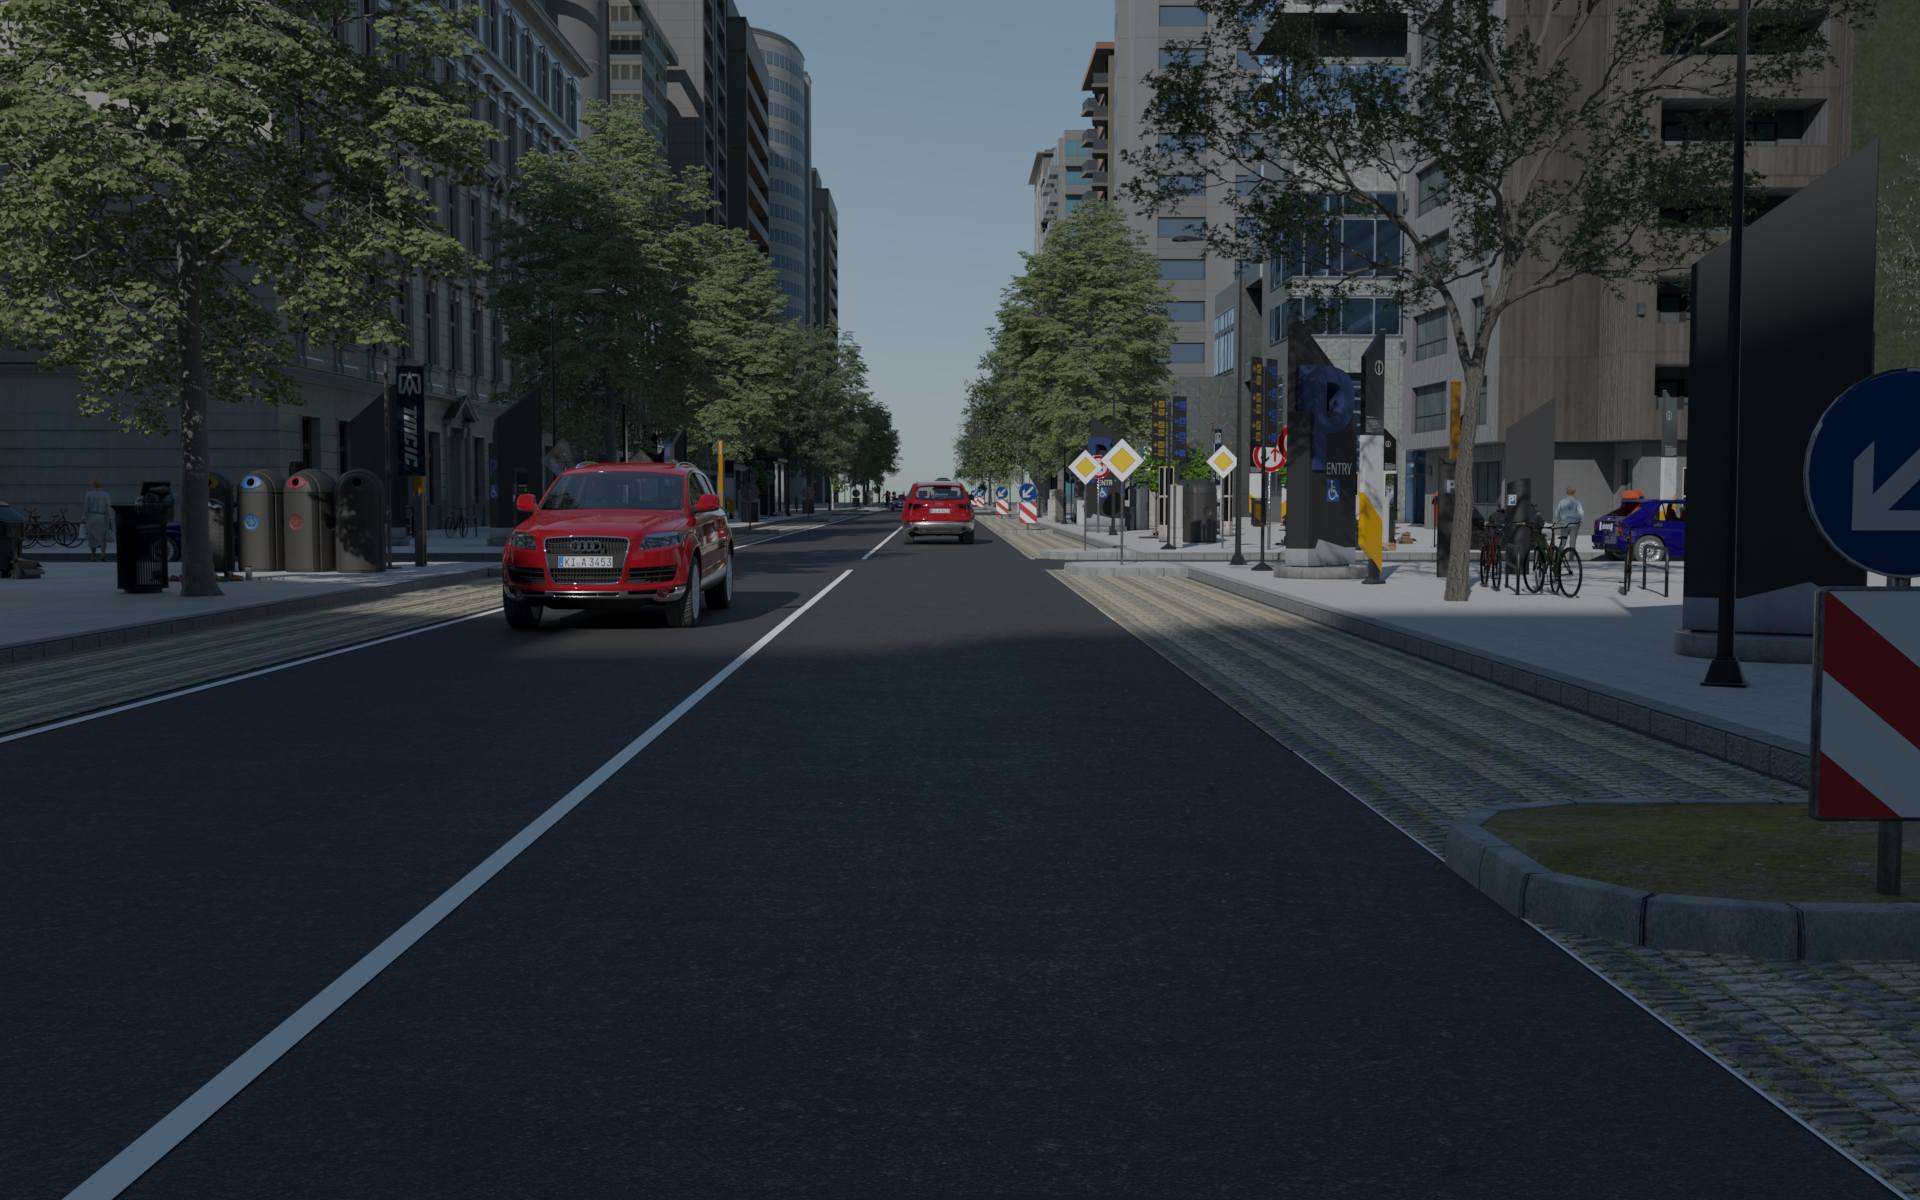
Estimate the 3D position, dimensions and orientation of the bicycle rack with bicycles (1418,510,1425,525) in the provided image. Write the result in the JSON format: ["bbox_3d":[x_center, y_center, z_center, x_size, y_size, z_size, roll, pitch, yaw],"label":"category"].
[{"bbox_3d":[21.023,-3.632,72.763,2.925,0.926,2.852,2,4,31],"label":"bicycle rack with bicycles"}]

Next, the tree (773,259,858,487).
[{"bbox_3d":[-9.830,-9.490,73.292,7.486,12.596,7.792,0,3,0],"label":"tree"}]

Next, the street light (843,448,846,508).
[{"bbox_3d":[-9.728,-10.004,136.101,1.470,5.913,1.316,0,4,-1],"label":"street light"}]

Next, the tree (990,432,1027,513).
[{"bbox_3d":[4.975,-11.654,140.899,4.737,8.622,4.395,0,3,0],"label":"tree"}]

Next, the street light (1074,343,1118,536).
[{"bbox_3d":[4.213,-4.955,53.548,1.470,5.913,1.316,0,4,-1],"label":"street light"}]

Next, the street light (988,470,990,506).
[{"bbox_3d":[3.238,-10.885,150.513,1.470,5.913,1.316,0,4,-1],"label":"street light"}]

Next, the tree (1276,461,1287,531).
[{"bbox_3d":[11.773,-4.019,60.312,1.663,3.219,1.824,0,3,0],"label":"tree"}]

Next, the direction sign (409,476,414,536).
[{"bbox_3d":[-16.855,-3.760,53.467,0.876,3.537,0.379,2,4,33],"label":"direction sign"}]

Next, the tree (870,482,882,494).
[{"bbox_3d":[-11.960,-15.655,250.552,1.663,3.219,1.824,0,3,0],"label":"tree"}]

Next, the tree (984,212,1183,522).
[{"bbox_3d":[5.468,-10.593,79.852,9.857,13.997,8.962,0,3,0],"label":"tree"}]

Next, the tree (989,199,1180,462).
[{"bbox_3d":[4.842,-9.129,67.388,7.486,12.596,7.792,0,3,0],"label":"tree"}]

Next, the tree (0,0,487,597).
[{"bbox_3d":[-9.460,-6.296,21.069,7.486,12.596,7.792,0,3,0],"label":"tree"}]

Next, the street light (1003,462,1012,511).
[{"bbox_3d":[3.545,-8.618,113.445,1.470,5.913,1.316,0,4,-1],"label":"street light"}]

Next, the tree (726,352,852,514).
[{"bbox_3d":[-10.913,-10.717,109.637,8.767,10.594,7.601,0,4,2],"label":"tree"}]

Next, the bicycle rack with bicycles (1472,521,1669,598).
[{"bbox_3d":[7.953,-0.553,22.425,2.852,0.926,2.925,1,4,14],"label":"bicycle rack with bicycles"}]

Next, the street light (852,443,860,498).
[{"bbox_3d":[-9.827,-11.212,155.859,1.470,5.913,1.316,0,4,-1],"label":"street light"}]

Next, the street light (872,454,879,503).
[{"bbox_3d":[-10.325,-13.828,198.635,1.470,5.913,1.316,0,4,-1],"label":"street light"}]

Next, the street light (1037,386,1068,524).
[{"bbox_3d":[3.894,-6.163,73.304,1.470,5.913,1.316,0,4,-1],"label":"street light"}]

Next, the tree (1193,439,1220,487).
[{"bbox_3d":[8.508,-4.070,61.152,1.663,3.219,1.824,0,3,0],"label":"tree"}]

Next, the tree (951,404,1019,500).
[{"bbox_3d":[4.119,-16.459,179.467,12.009,13.543,11.850,0,3,0],"label":"tree"}]

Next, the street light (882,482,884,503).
[{"bbox_3d":[-10.520,-15.037,218.391,1.470,5.913,1.316,0,4,-1],"label":"street light"}]

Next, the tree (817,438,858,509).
[{"bbox_3d":[-10.648,-11.916,145.187,4.360,8.622,3.978,0,3,0],"label":"tree"}]

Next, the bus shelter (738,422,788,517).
[{"bbox_3d":[-11.330,-7.429,99.089,2.179,5.291,8.768,0,4,-1],"label":"bus shelter"}]

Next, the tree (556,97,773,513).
[{"bbox_3d":[-10.059,-8.047,49.694,7.486,12.596,7.792,0,3,0],"label":"tree"}]

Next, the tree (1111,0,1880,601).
[{"bbox_3d":[5.895,-5.245,20.169,8.767,10.594,7.601,1,4,8],"label":"tree"}]

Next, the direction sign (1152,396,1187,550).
[{"bbox_3d":[4.826,-2.937,40.016,0.876,3.537,0.379,-1,4,-20],"label":"direction sign"}]

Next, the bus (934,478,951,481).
[{"bbox_3d":[-2.571,-16.354,258.933,2.896,3.916,12.252,0,4,0],"label":"bus"}]

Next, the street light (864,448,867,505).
[{"bbox_3d":[-10.059,-12.443,175.979,1.470,5.913,1.316,0,4,-1],"label":"street light"}]

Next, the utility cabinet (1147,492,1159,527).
[{"bbox_3d":[7.142,-3.597,67.487,1.173,1.500,0.318,3,4,36],"label":"utility cabinet"}]

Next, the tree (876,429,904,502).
[{"bbox_3d":[-12.528,-20.925,267.874,9.928,11.665,9.643,0,3,0],"label":"tree"}]

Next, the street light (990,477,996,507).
[{"bbox_3d":[3.238,-9.665,130.566,1.470,5.913,1.316,0,4,-1],"label":"street light"}]

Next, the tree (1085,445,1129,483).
[{"bbox_3d":[7.462,-6.452,89.211,4.285,4.588,4.351,0,3,0],"label":"tree"}]

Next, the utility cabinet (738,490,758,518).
[{"bbox_3d":[-11.321,-5.131,92.574,1.173,1.500,0.318,3,4,36],"label":"utility cabinet"}]

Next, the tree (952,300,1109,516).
[{"bbox_3d":[4.677,-11.279,101.419,9.611,12.733,9.660,0,3,0],"label":"tree"}]

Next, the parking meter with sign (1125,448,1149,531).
[{"bbox_3d":[6.305,-3.985,61.410,0.543,3.016,1.738,2,4,34],"label":"parking meter with sign"}]

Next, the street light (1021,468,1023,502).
[{"bbox_3d":[3.730,-7.371,93.061,1.470,5.913,1.316,0,4,-1],"label":"street light"}]

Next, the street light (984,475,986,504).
[{"bbox_3d":[2.889,-12.093,170.268,1.470,5.913,1.316,0,4,-1],"label":"street light"}]

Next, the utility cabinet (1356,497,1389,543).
[{"bbox_3d":[9.767,-1.859,41.554,1.020,1.237,0.306,1,4,14],"label":"utility cabinet"}]

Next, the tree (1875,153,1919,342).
[{"bbox_3d":[15.832,-4.615,25.816,4.360,8.622,3.978,0,3,0],"label":"tree"}]

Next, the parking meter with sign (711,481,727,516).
[{"bbox_3d":[-14.417,-6.528,102.999,0.543,3.016,1.738,-3,5,-43],"label":"parking meter with sign"}]

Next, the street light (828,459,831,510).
[{"bbox_3d":[-9.472,-8.774,115.989,1.470,5.913,1.316,0,4,-1],"label":"street light"}]

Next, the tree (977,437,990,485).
[{"bbox_3d":[3.975,-12.575,155.956,4.737,8.622,4.395,0,3,0],"label":"tree"}]

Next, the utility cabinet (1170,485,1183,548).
[{"bbox_3d":[5.166,-2.005,41.459,0.318,1.500,1.173,0,4,5],"label":"utility cabinet"}]

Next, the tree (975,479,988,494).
[{"bbox_3d":[2.983,-15.493,247.913,1.663,3.219,1.824,0,3,0],"label":"tree"}]

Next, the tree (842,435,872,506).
[{"bbox_3d":[-11.730,-14.625,189.483,4.737,8.622,4.395,0,3,0],"label":"tree"}]

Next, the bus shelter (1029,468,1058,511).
[{"bbox_3d":[5.357,-7.186,111.417,2.014,3.302,5.546,0,4,0],"label":"bus shelter"}]

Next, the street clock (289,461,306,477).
[{"bbox_3d":[-14.638,-2.064,38.324,0.358,2.002,0.471,-3,5,-41],"label":"street clock"}]

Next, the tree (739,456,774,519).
[{"bbox_3d":[-10.450,-5.770,88.936,1.663,3.219,1.824,0,3,0],"label":"tree"}]

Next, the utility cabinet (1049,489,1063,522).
[{"bbox_3d":[4.403,-4.248,78.140,0.318,1.500,1.173,2,4,28],"label":"utility cabinet"}]

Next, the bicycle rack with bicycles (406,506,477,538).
[{"bbox_3d":[-15.427,-2.282,50.699,2.852,0.926,2.925,0,4,-2],"label":"bicycle rack with bicycles"}]

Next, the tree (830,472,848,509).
[{"bbox_3d":[-10.752,-9.483,149.649,1.663,3.219,1.824,0,3,0],"label":"tree"}]

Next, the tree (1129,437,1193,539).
[{"bbox_3d":[5.560,-3.399,50.173,1.663,3.219,1.824,0,3,0],"label":"tree"}]

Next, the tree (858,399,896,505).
[{"bbox_3d":[-11.013,-17.569,205.378,7.486,12.596,7.792,0,3,0],"label":"tree"}]

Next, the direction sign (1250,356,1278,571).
[{"bbox_3d":[5.065,-2.258,28.919,0.379,3.537,0.876,3,4,38],"label":"direction sign"}]

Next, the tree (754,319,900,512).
[{"bbox_3d":[-11.068,-13.450,126.559,9.857,13.997,8.962,0,3,0],"label":"tree"}]

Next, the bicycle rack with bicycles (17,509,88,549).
[{"bbox_3d":[-22.050,-1.701,41.186,2.852,0.926,2.925,3,5,41],"label":"bicycle rack with bicycles"}]
